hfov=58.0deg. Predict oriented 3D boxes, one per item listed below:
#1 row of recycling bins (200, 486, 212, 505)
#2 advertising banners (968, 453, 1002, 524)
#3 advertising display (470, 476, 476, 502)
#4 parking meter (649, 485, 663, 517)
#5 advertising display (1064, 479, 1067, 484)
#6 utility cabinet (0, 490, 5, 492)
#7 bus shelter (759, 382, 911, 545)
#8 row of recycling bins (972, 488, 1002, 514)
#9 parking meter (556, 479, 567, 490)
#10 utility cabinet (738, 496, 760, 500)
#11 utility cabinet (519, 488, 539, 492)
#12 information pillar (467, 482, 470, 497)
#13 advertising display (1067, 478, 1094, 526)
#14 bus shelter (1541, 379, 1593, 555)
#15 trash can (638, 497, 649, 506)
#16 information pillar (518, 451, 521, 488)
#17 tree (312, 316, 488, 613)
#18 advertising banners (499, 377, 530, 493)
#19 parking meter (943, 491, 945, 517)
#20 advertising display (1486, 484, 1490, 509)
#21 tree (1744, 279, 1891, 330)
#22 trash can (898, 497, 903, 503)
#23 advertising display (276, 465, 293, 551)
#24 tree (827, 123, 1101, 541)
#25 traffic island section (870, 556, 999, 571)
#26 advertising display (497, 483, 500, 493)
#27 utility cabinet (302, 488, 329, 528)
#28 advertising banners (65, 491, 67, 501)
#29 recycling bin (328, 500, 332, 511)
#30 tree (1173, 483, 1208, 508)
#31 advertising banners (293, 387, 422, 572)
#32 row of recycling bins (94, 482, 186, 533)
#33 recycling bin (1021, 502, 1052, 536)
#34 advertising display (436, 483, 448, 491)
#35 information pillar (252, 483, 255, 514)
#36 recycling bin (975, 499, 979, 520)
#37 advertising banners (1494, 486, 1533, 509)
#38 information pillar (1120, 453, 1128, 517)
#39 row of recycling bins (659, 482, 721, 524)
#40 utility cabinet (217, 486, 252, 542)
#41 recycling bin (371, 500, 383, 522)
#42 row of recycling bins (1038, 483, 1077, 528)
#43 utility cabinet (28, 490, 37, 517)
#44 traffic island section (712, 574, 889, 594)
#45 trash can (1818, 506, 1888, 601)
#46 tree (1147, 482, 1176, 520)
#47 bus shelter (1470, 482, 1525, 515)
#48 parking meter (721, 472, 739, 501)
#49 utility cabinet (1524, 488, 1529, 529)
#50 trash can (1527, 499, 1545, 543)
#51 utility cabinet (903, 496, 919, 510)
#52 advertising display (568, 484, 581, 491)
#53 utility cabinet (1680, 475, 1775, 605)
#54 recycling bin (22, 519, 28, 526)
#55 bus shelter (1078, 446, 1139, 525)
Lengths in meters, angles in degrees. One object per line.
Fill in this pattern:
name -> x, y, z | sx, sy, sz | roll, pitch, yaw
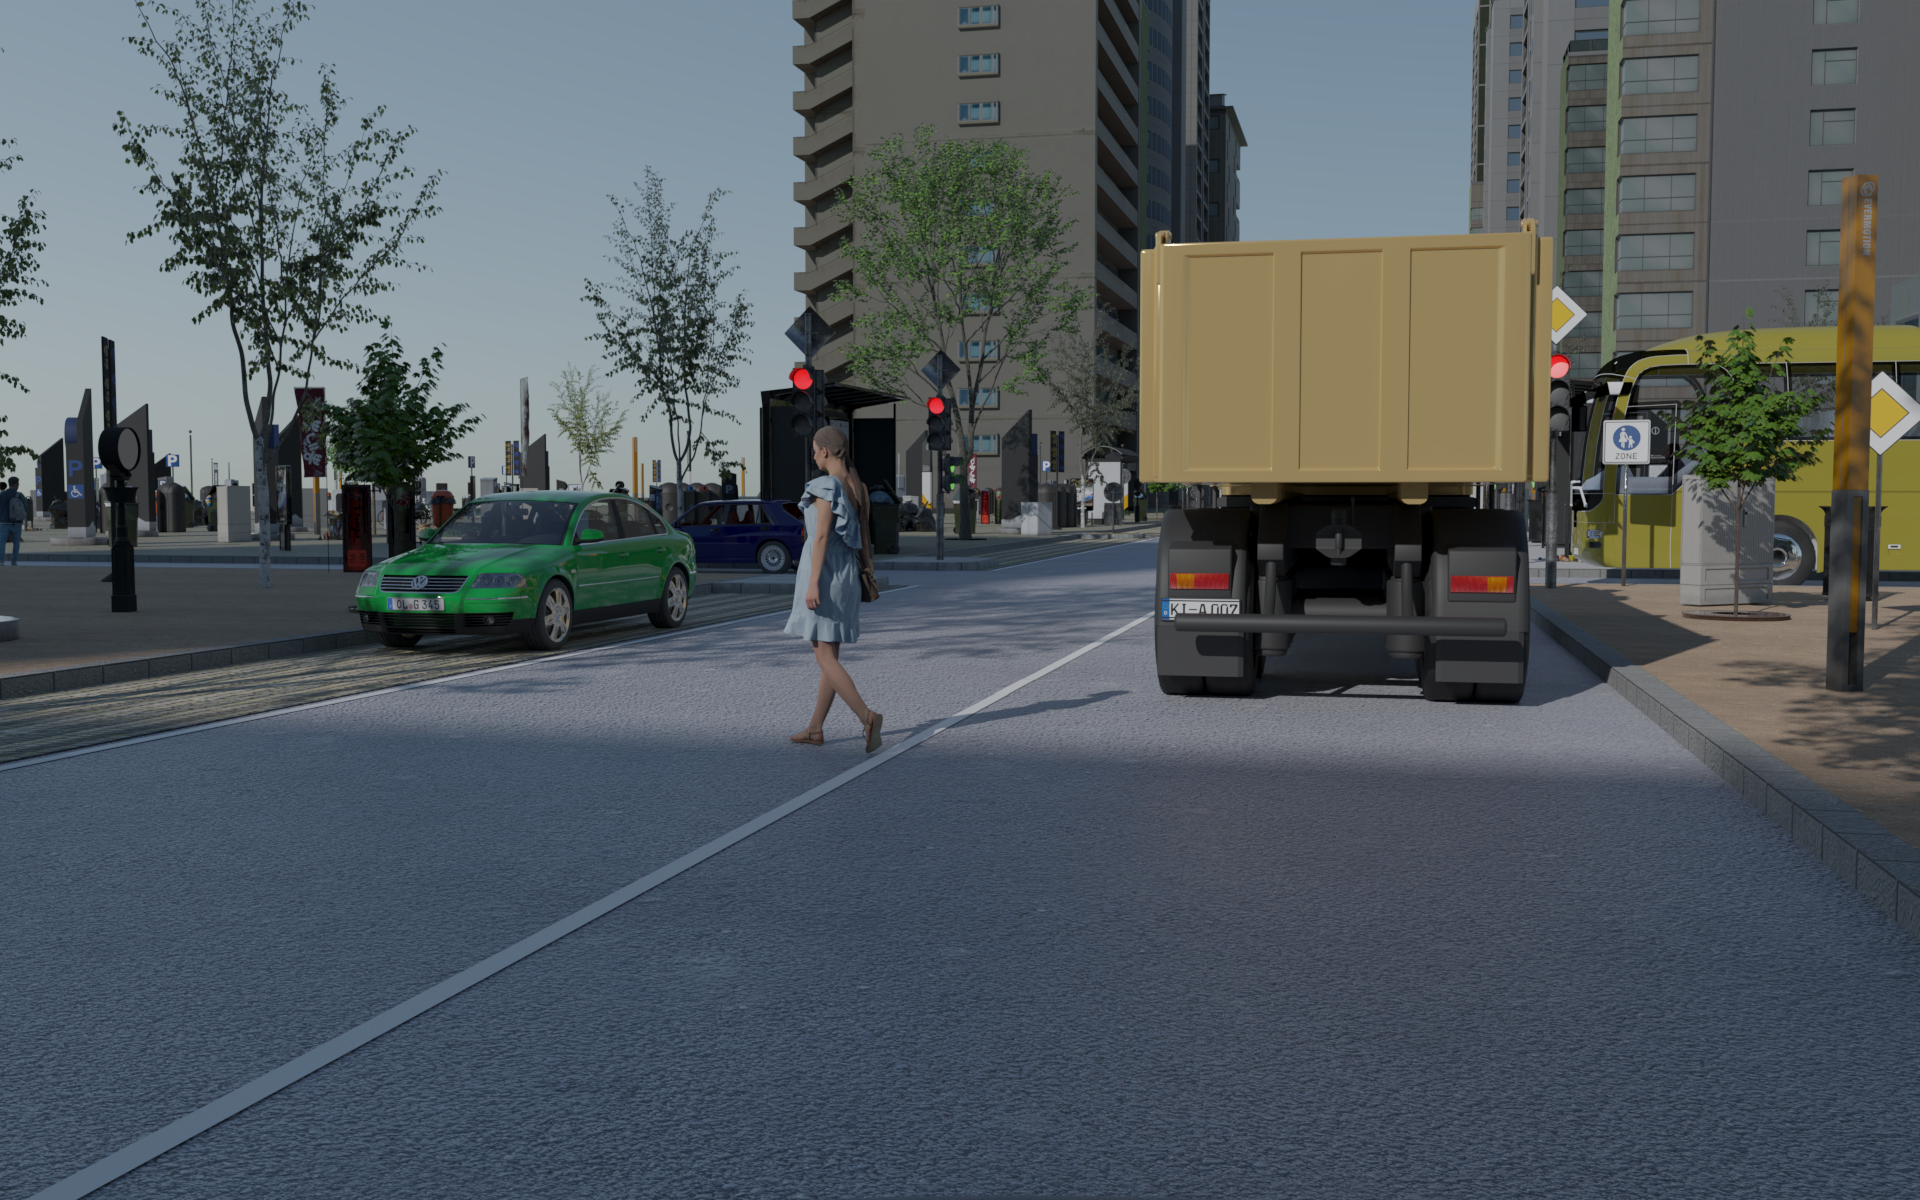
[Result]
row of recycling bins -> -37.193, -4.854, 86.482 | 1.069, 1.692, 3.534 | -1, 4, -14
advertising banners -> 1.106, -4.752, 73.878 | 2.074, 3.025, 0.090 | 3, 5, 40
advertising display -> -17.064, -3.394, 60.698 | 0.123, 1.923, 0.974 | -1, 4, -12
parking meter -> -8.482, -2.443, 48.351 | 0.372, 1.533, 0.369 | 0, 3, 0
advertising display -> 4.654, -4.323, 75.900 | 0.123, 1.923, 0.974 | 0, 4, -3
utility cabinet -> -54.508, -5.517, 98.886 | 0.318, 1.500, 1.173 | 1, 4, 9
bus shelter -> -2.744, -2.950, 39.520 | 1.731, 3.624, 6.357 | 1, 4, 13
row of recycling bins -> 2.126, -6.273, 109.668 | 3.534, 1.692, 1.069 | 2, 4, 30
parking meter -> -15.717, -3.832, 68.362 | 0.399, 1.863, 0.255 | -1, 4, -11
utility cabinet -> -5.932, -2.337, 49.368 | 0.306, 1.237, 1.020 | -3, 5, -44
utility cabinet -> -16.707, -3.520, 66.239 | 1.173, 1.500, 0.318 | 0, 4, -3
information pillar -> -29.484, -6.114, 104.460 | 0.304, 2.012, 0.304 | 2, 4, 34
advertising display -> 4.947, -3.982, 70.324 | 0.974, 1.923, 0.123 | 1, 4, 13
bus shelter -> 13.540, -2.848, 37.850 | 1.731, 3.624, 6.357 | 1, 4, 14
trash can -> -13.169, -3.699, 72.140 | 0.748, 1.137, 0.748 | 0, 3, 0
information pillar -> -23.482, -6.216, 92.983 | 0.504, 3.616, 0.183 | 0, 4, 8
tree -> -6.321, -1.493, 19.014 | 1.663, 3.219, 1.824 | 0, 3, 0
advertising banners -> -6.902, -1.874, 26.833 | 0.090, 3.025, 2.074 | -2, 4, -26
parking meter -> -1.029, -5.338, 95.683 | 0.372, 1.533, 0.369 | 0, 3, 0
advertising display -> 14.719, -2.628, 48.182 | 0.123, 1.923, 0.974 | 1, 4, 12
tree -> 28.648, -6.646, 59.026 | 4.360, 8.622, 3.978 | 0, 3, 0
trash can -> -2.709, -4.155, 79.586 | 0.748, 1.137, 0.748 | 0, 3, 0
advertising display -> -15.337, -2.086, 39.313 | 0.123, 1.923, 0.974 | -2, 4, -34
tree -> 0.142, -7.484, 48.116 | 9.928, 11.665, 9.643 | 0, 3, 0
traffic island section -> -0.408, -0.707, 33.836 | 2.009, 0.180, 2.903 | 1, 4, 14
advertising display -> -27.282, -5.918, 101.977 | 0.123, 1.923, 0.974 | 0, 4, 5
utility cabinet -> -24.394, -3.455, 65.167 | 0.318, 1.500, 1.173 | 3, 5, 40
advertising banners -> -51.371, -6.305, 99.272 | 2.074, 3.025, 0.090 | -3, 5, -43
recycling bin -> -26.229, -3.668, 72.521 | 0.722, 1.027, 0.722 | 0, 4, 7
tree -> 12.898, -7.025, 98.579 | 4.285, 4.588, 4.351 | 0, 3, 0
advertising banners -> -9.832, -1.962, 28.271 | 2.074, 3.025, 0.090 | 0, 4, 4
row of recycling bins -> -27.460, -3.061, 57.158 | 3.534, 1.692, 1.069 | -3, 4, -36
recycling bin -> 2.383, -2.524, 53.824 | 0.722, 1.027, 0.722 | -3, 5, -43
advertising display -> -30.131, -5.843, 100.752 | 0.123, 1.923, 0.974 | 1, 4, 19
information pillar -> -46.338, -6.687, 113.829 | 0.304, 2.012, 0.304 | 0, 4, -6
recycling bin -> 0.475, -4.529, 86.607 | 0.722, 1.027, 0.722 | -2, 4, -27
advertising banners -> 22.602, -4.519, 70.078 | 2.074, 3.025, 0.090 | 1, 4, 20
information pillar -> 9.342, -6.576, 98.880 | 0.504, 3.616, 0.183 | 1, 4, 18
row of recycling bins -> -9.574, -3.321, 61.411 | 1.069, 1.692, 3.534 | 2, 4, 24
utility cabinet -> -19.390, -2.298, 46.251 | 0.318, 1.500, 1.173 | 0, 4, 6
recycling bin -> -27.274, -4.146, 80.337 | 0.722, 1.027, 0.722 | 3, 5, 43
row of recycling bins -> 3.760, -3.641, 66.648 | 1.069, 1.692, 3.534 | 1, 4, 19
utility cabinet -> -50.314, -5.270, 94.850 | 1.173, 1.500, 0.318 | -3, 5, -45
traffic island section -> -2.281, -0.232, 26.073 | 2.009, 0.180, 2.903 | 1, 4, 14
trash can -> 10.738, -0.563, 20.858 | 0.748, 1.137, 0.748 | 0, 3, 0
tree -> 9.889, -5.676, 87.401 | 1.663, 3.219, 1.824 | 0, 3, 0
bus shelter -> 18.677, -4.062, 60.332 | 2.014, 3.302, 5.546 | 1, 4, 13
parking meter -> -5.525, -2.196, 41.620 | 0.399, 1.863, 0.255 | 0, 4, -5
utility cabinet -> 20.373, -3.369, 63.758 | 0.318, 1.500, 1.173 | -2, 4, -31
trash can -> 15.229, -2.064, 45.399 | 0.748, 1.137, 0.748 | 0, 3, 0
utility cabinet -> -1.751, -3.090, 61.679 | 0.306, 1.237, 1.020 | -1, 4, -19
advertising display -> -24.741, -6.502, 111.525 | 0.974, 1.923, 0.123 | 0, 4, -2
utility cabinet -> 8.867, -0.691, 19.979 | 1.173, 1.500, 0.318 | -2, 4, -26
recycling bin -> -37.588, -3.448, 68.926 | 0.722, 1.027, 0.722 | -1, 4, -12
bus shelter -> 6.595, -4.963, 75.068 | 2.014, 3.302, 5.546 | 1, 4, 14
